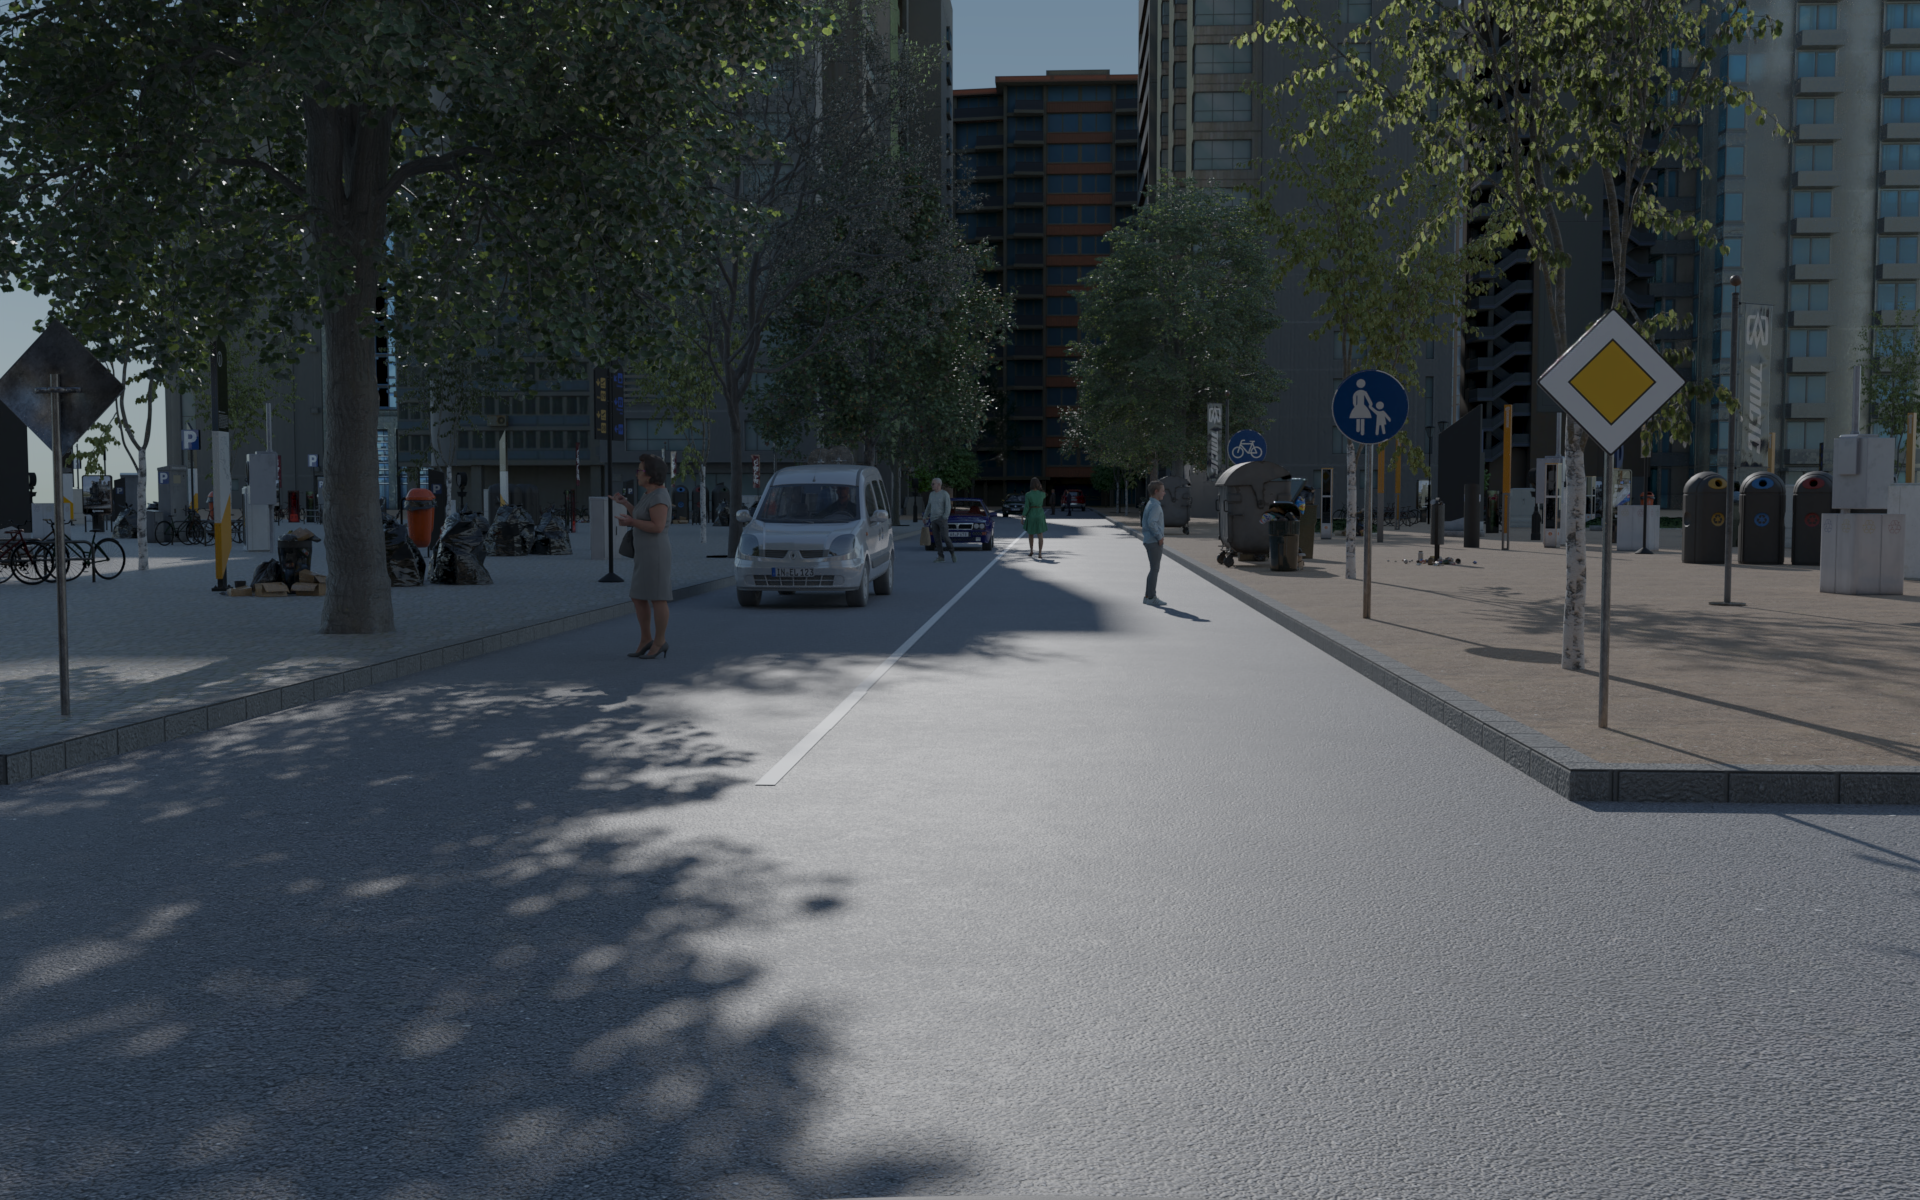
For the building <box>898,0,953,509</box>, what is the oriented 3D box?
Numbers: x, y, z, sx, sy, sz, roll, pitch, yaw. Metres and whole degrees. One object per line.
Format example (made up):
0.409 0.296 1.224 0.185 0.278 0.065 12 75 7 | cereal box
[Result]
-11.769 -32.059 147.858 21.600 48.544 21.300 0 4 3 | building

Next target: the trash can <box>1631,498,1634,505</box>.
27.270 -3.633 71.058 0.748 1.137 0.748 0 3 0 | trash can

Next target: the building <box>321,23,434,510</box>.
-38.094 -51.033 147.059 31.000 86.520 22.319 0 4 3 | building

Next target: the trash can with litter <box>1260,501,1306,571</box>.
5.425 -1.076 28.983 0.624 1.170 1.055 1 4 23 | trash can with litter

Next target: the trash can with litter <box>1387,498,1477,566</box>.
8.641 -1.272 31.849 1.678 1.210 2.233 1 4 19 | trash can with litter

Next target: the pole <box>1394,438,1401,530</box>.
15.656 -4.164 61.926 0.158 3.312 0.155 0 3 0 | pole

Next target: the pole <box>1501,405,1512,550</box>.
12.514 -2.800 39.630 0.158 3.312 0.155 0 3 0 | pole

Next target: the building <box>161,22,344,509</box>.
-60.759 -28.761 153.843 14.086 41.232 14.154 0 4 3 | building

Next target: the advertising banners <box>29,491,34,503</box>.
-38.853 -4.545 70.499 0.090 3.025 2.074 3 5 43 | advertising banners

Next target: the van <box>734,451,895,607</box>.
-1.896 -0.999 23.346 2.013 2.044 4.112 0 4 5 | van

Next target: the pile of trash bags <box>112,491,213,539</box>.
-23.135 -2.538 51.250 1.912 1.369 3.447 2 4 27 | pile of trash bags

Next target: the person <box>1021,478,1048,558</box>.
1.681 -1.835 38.743 0.600 1.795 0.529 -1 4 -17 | person

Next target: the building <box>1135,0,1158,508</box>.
25.906 -31.851 144.468 21.300 48.544 21.600 0 4 3 | building

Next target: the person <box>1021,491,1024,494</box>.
5.518 -8.914 155.030 0.721 1.735 1.217 1 4 23 | person

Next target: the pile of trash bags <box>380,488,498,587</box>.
-7.975 -0.968 25.582 1.912 1.369 3.447 -1 4 -19 | pile of trash bags

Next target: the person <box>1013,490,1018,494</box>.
4.558 -8.274 143.800 1.348 1.821 0.705 -1 4 -21 | person

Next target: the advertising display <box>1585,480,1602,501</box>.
29.502 -4.628 80.877 0.974 1.923 0.123 2 4 31 | advertising display

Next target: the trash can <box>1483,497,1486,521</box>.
25.019 -4.304 82.027 0.748 1.137 0.748 0 3 0 | trash can

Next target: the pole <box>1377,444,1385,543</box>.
11.138 -3.179 45.823 0.158 3.312 0.155 0 3 0 | pole

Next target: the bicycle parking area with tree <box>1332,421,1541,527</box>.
19.275 -5.124 70.783 9.016 4.147 8.231 1 4 23 | bicycle parking area with tree

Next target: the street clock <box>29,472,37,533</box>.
-30.885 -3.244 57.615 0.471 2.002 0.358 3 5 44 | street clock

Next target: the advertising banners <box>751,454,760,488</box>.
-8.479 -4.935 76.876 0.090 3.025 2.074 3 5 43 | advertising banners

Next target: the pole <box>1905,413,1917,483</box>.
23.883 -3.040 43.541 0.158 3.312 0.155 0 3 0 | pole

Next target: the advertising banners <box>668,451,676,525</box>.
-12.139 -4.601 71.418 0.090 3.025 2.074 -2 4 -35 | advertising banners

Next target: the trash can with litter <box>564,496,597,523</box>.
-16.662 -4.062 77.475 2.233 1.210 1.678 2 4 23 | trash can with litter

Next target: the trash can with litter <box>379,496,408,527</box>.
-22.248 -3.447 67.413 2.233 1.210 1.678 0 4 5 | trash can with litter

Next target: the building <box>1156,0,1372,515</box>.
21.334 -27.106 126.780 14.154 41.232 14.086 0 4 3 | building

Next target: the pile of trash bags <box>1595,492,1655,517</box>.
28.549 -4.013 75.369 3.447 1.369 1.912 0 4 -8 | pile of trash bags

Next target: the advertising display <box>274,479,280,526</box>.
-27.978 -3.961 69.971 0.974 1.923 0.123 -3 5 -41 | advertising display

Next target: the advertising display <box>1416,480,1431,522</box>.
20.946 -4.467 78.257 0.974 1.923 0.123 -3 5 -40 | advertising display

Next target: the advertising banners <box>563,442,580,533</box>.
-12.876 -3.753 57.548 0.090 3.025 2.074 0 4 2 | advertising banners

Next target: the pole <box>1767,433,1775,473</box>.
26.916 -3.895 57.518 0.158 3.312 0.155 0 3 0 | pole

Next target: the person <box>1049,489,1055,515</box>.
6.392 -6.773 119.797 0.434 1.755 0.990 0 4 -5 | person

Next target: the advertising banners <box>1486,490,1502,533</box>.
16.691 -3.682 56.396 2.074 3.025 0.090 -1 4 -11 | advertising banners

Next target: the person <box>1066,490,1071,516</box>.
7.095 -6.336 113.019 0.530 1.710 0.541 2 4 31 | person

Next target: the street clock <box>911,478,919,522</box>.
-2.025 -4.512 78.336 0.358 2.002 0.471 -1 4 -14 | street clock

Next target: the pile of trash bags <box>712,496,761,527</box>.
-8.261 -3.579 68.263 1.912 1.369 3.447 -3 5 -39 | pile of trash bags

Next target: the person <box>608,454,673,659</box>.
-2.798 -0.383 15.116 0.532 1.782 0.716 -1 4 -22 | person

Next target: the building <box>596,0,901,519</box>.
-10.844 -24.992 92.211 14.154 41.232 14.086 0 4 3 | building

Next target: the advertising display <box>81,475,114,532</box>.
-29.009 -3.245 58.275 0.974 1.923 0.123 0 4 -4 | advertising display

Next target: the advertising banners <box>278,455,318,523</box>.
-29.998 -5.004 78.009 2.074 3.025 0.090 -1 4 -13 | advertising banners

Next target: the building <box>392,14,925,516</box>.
-18.921 -25.681 111.764 32.217 40.220 23.993 0 4 3 | building

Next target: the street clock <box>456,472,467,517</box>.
-16.412 -3.212 57.086 0.358 2.002 0.471 -3 4 -36 | street clock

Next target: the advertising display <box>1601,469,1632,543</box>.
17.155 -2.443 45.165 0.974 1.923 0.123 -2 4 -34 | advertising display

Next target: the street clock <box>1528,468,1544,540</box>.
15.971 -2.656 47.988 0.471 2.002 0.358 -2 4 -24 | street clock

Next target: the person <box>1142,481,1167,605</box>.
2.516 -0.738 22.377 0.330 1.601 0.589 0 4 6 | person

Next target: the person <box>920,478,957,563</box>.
-0.480 -1.674 36.350 0.782 1.767 0.515 3 4 38 | person

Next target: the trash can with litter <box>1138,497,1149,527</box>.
7.400 -3.376 66.579 1.055 1.170 0.624 2 4 25 | trash can with litter

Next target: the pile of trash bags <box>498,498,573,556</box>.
-9.929 -1.611 36.095 1.912 1.369 3.447 3 5 43 | pile of trash bags
